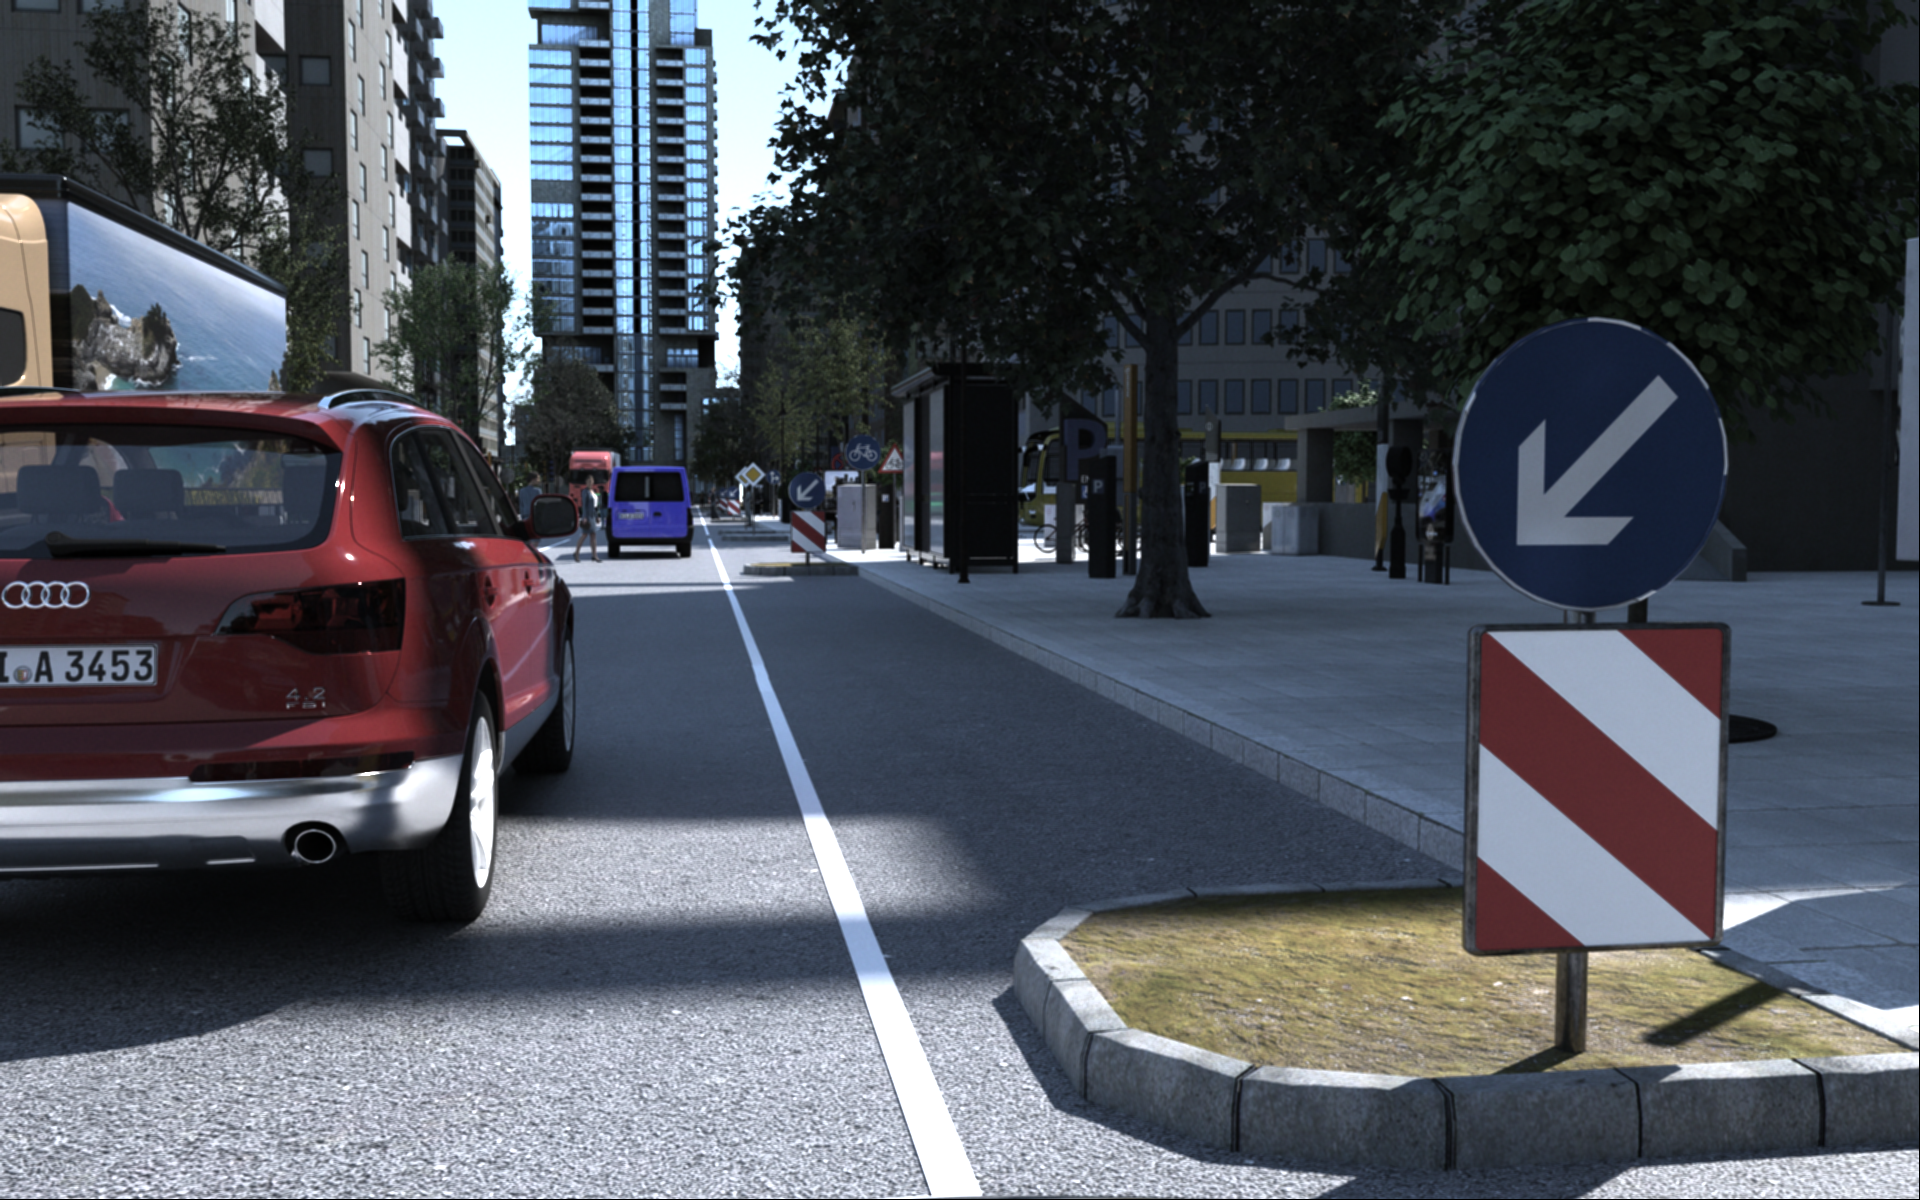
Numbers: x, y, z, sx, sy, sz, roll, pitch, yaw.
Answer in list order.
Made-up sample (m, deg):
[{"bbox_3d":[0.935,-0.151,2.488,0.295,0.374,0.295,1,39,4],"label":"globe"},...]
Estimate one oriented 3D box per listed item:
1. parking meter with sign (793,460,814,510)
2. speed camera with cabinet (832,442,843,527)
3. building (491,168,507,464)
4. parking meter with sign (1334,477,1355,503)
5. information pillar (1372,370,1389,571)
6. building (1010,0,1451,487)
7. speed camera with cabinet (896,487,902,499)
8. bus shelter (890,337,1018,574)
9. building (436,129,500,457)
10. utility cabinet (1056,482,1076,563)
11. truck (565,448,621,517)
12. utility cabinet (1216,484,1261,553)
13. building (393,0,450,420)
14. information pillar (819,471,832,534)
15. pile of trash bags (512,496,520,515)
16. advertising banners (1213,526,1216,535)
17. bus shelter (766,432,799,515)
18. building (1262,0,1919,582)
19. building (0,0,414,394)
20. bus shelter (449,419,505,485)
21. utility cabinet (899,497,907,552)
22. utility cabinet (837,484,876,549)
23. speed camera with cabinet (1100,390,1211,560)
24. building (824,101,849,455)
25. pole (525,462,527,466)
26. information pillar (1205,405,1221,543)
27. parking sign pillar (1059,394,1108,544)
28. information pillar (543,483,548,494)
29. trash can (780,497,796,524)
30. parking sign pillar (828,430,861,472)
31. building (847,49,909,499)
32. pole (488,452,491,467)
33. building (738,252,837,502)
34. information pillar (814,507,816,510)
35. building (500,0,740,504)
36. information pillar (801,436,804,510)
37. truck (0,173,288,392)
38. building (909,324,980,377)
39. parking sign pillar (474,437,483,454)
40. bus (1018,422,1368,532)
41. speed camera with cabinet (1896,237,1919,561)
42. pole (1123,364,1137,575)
[{"bbox_3d":[-7.395,-5.441,85.223,1.738,3.016,0.543,3,5,40],"label":"parking meter with sign"},{"bbox_3d":[-4.885,-4.428,66.741,0.660,3.252,2.038,-1,4,-17],"label":"speed camera with cabinet"},{"bbox_3d":[-68.517,-35.506,230.641,14.200,45.320,14.600,-1,4,-9],"label":"building"},{"bbox_3d":[11.370,-3.364,51.261,0.543,3.016,1.738,2,4,33],"label":"parking meter with sign"},{"bbox_3d":[7.018,-2.290,28.797,0.183,3.616,0.504,0,4,1],"label":"information pillar"},{"bbox_3d":[16.319,-33.139,83.825,28.212,58.520,21.231,-1,4,-9],"label":"building"},{"bbox_3d":[-3.258,-7.353,114.558,2.038,3.252,0.660,1,4,18],"label":"speed camera with cabinet"},{"bbox_3d":[-0.028,-3.321,31.923,2.179,5.291,8.768,-1,4,-9],"label":"bus shelter"},{"bbox_3d":[-60.405,-29.752,178.330,23.993,40.220,32.217,-1,4,-9],"label":"building"},{"bbox_3d":[1.999,-1.456,32.492,0.318,1.500,1.173,0,4,7],"label":"utility cabinet"},{"bbox_3d":[-22.606,-7.241,107.307,2.839,4.237,11.283,0,4,-8],"label":"truck"},{"bbox_3d":[6.023,-1.757,37.403,1.173,1.500,0.318,-3,5,-42],"label":"utility cabinet"},{"bbox_3d":[-55.795,-32.197,146.026,23.786,49.044,30.456,-1,4,-9],"label":"building"},{"bbox_3d":[-4.288,-3.099,55.154,0.304,2.012,0.304,3,5,44],"label":"information pillar"},{"bbox_3d":[-27.754,-5.918,106.519,1.912,1.369,3.447,3,4,38],"label":"pile of trash bags"},{"bbox_3d":[7.311,-3.608,55.183,2.074,3.025,0.090,2,4,24],"label":"advertising banners"},{"bbox_3d":[-11.068,-8.045,109.174,2.179,5.291,8.768,-1,4,-9],"label":"bus shelter"},{"bbox_3d":[23.990,-20.959,34.554,32.217,40.220,23.993,-1,4,-9],"label":"building"},{"bbox_3d":[-51.879,-32.098,114.044,28.713,52.752,27.495,-1,4,-9],"label":"building"},{"bbox_3d":[-26.655,-7.209,95.504,2.179,5.291,8.768,-1,4,-9],"label":"bus shelter"},{"bbox_3d":[-0.926,-1.683,38.676,0.306,1.237,1.020,3,4,38],"label":"utility cabinet"},{"bbox_3d":[-2.406,-1.922,40.107,0.318,1.500,1.173,-3,4,-38],"label":"utility cabinet"},{"bbox_3d":[3.707,-2.358,32.889,2.038,3.252,0.660,1,4,18],"label":"speed camera with cabinet"},{"bbox_3d":[-3.345,-32.687,189.058,22.147,44.769,28.867,-1,4,-9],"label":"building"},{"bbox_3d":[-27.975,-7.212,111.752,0.158,3.312,0.155,0,3,0],"label":"pole"},{"bbox_3d":[6.644,-3.319,45.617,0.183,3.616,0.504,-3,5,-40],"label":"information pillar"},{"bbox_3d":[3.256,-3.463,45.092,1.447,3.967,1.447,-1,4,-16],"label":"parking sign pillar"},{"bbox_3d":[-27.118,-6.666,113.474,0.304,2.012,0.304,-2,4,-34],"label":"information pillar"},{"bbox_3d":[-7.458,-3.905,75.508,0.748,1.137,0.748,0,3,0],"label":"trash can"},{"bbox_3d":[-4.711,-5.041,70.888,1.447,3.967,1.447,-1,4,-14],"label":"parking sign pillar"},{"bbox_3d":[-3.273,-31.601,166.783,14.600,45.320,14.200,-1,4,-9],"label":"building"},{"bbox_3d":[-22.843,-5.524,84.156,0.158,3.312,0.155,0,3,0],"label":"pole"},{"bbox_3d":[-19.555,-33.979,247.438,23.993,40.220,32.217,-1,4,-9],"label":"building"},{"bbox_3d":[-5.332,-3.716,65.246,0.304,2.012,0.304,-1,4,-11],"label":"information pillar"},{"bbox_3d":[-46.316,-56.537,237.043,31.000,86.520,22.319,-1,4,-9],"label":"building"},{"bbox_3d":[-6.135,-4.664,67.608,0.183,3.616,0.504,0,4,-4],"label":"information pillar"},{"bbox_3d":[-9.335,-1.738,17.328,2.839,4.237,11.283,0,4,-8],"label":"truck"},{"bbox_3d":[2.861,-27.361,130.947,14.154,41.232,14.086,-1,4,-9],"label":"building"},{"bbox_3d":[-23.029,-5.671,81.185,1.447,3.967,1.447,-1,4,-13],"label":"parking sign pillar"},{"bbox_3d":[7.878,-4.180,59.894,12.252,3.916,2.896,-1,4,-10],"label":"bus"},{"bbox_3d":[3.839,-0.656,5.067,0.660,3.252,2.038,-1,4,-22],"label":"speed camera with cabinet"},{"bbox_3d":[2.687,-2.049,27.345,0.158,3.312,0.155,0,3,0],"label":"pole"}]
